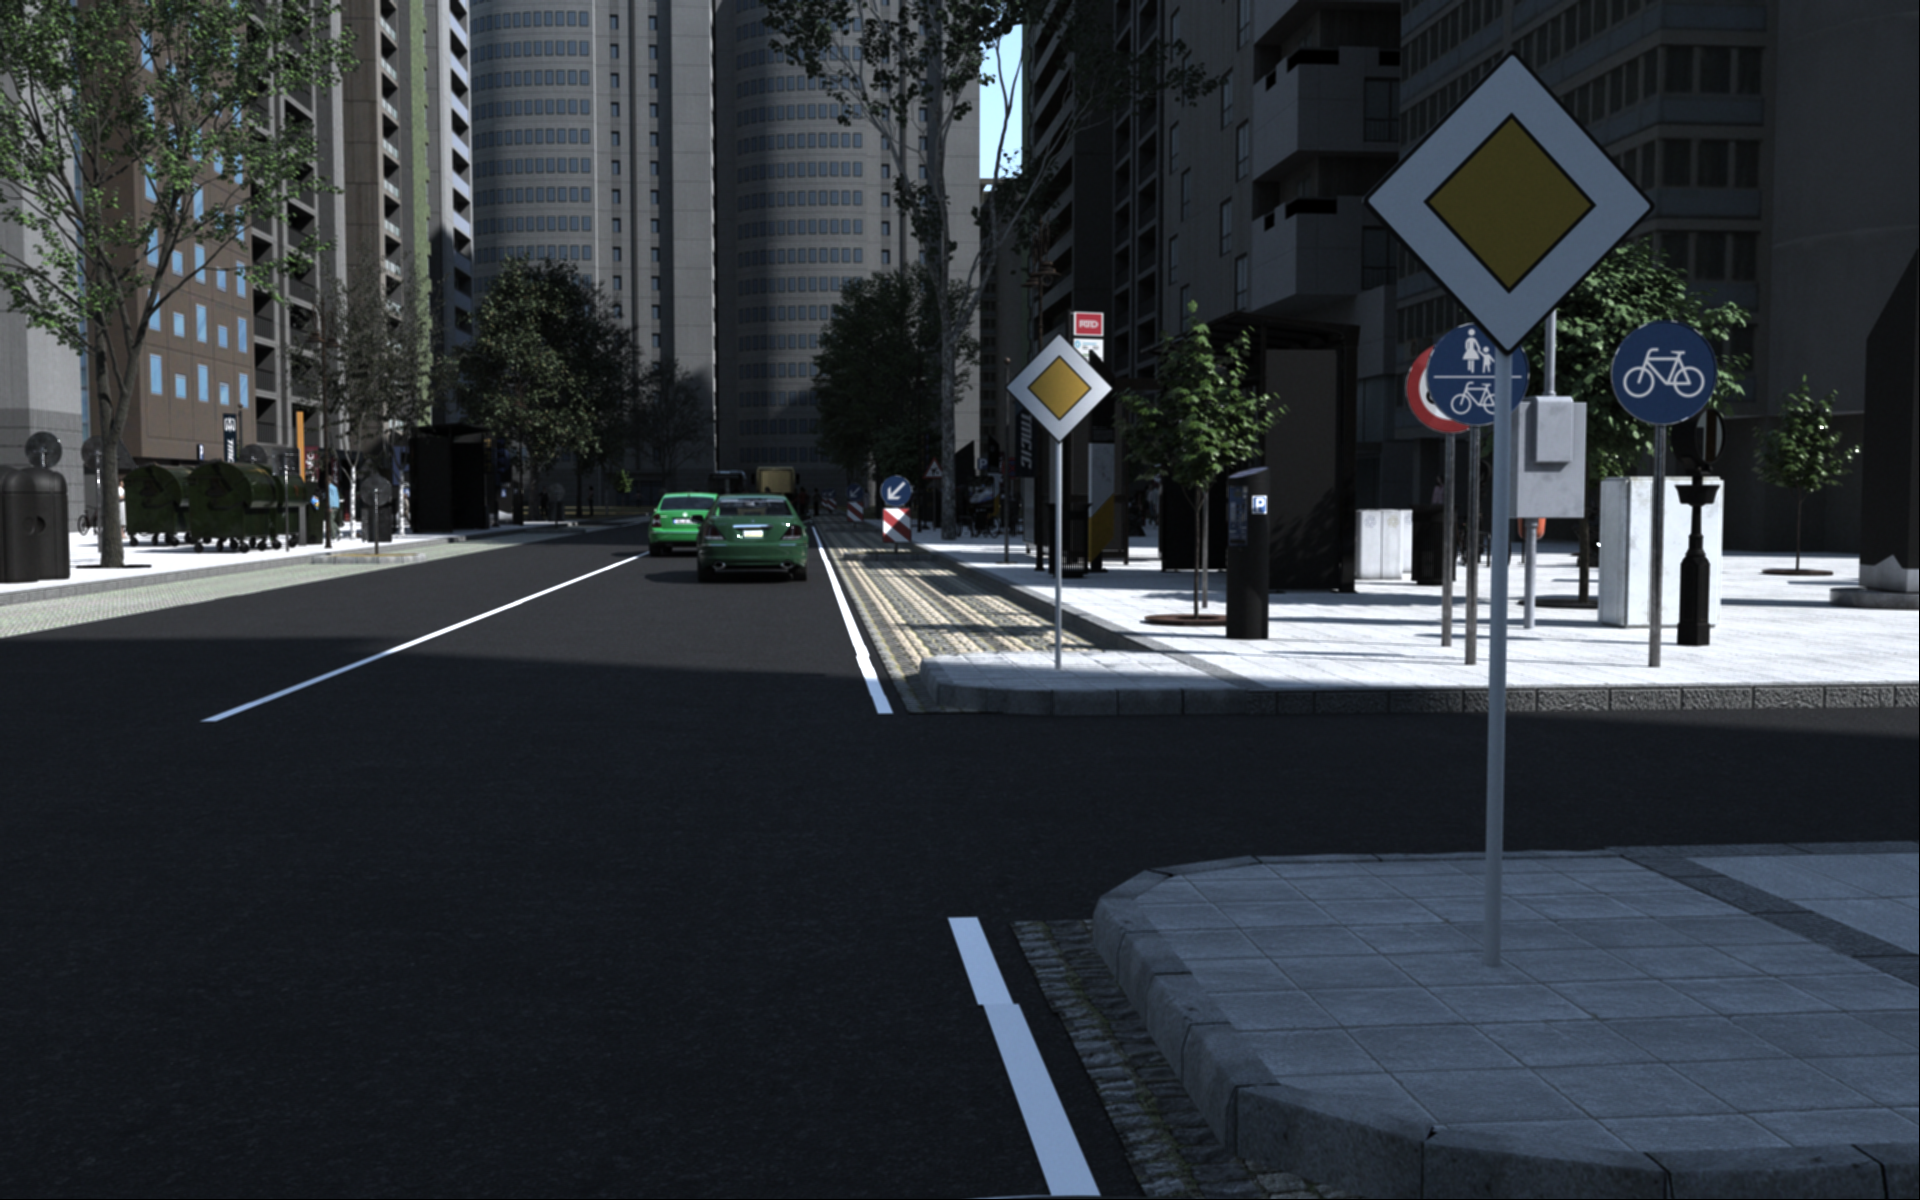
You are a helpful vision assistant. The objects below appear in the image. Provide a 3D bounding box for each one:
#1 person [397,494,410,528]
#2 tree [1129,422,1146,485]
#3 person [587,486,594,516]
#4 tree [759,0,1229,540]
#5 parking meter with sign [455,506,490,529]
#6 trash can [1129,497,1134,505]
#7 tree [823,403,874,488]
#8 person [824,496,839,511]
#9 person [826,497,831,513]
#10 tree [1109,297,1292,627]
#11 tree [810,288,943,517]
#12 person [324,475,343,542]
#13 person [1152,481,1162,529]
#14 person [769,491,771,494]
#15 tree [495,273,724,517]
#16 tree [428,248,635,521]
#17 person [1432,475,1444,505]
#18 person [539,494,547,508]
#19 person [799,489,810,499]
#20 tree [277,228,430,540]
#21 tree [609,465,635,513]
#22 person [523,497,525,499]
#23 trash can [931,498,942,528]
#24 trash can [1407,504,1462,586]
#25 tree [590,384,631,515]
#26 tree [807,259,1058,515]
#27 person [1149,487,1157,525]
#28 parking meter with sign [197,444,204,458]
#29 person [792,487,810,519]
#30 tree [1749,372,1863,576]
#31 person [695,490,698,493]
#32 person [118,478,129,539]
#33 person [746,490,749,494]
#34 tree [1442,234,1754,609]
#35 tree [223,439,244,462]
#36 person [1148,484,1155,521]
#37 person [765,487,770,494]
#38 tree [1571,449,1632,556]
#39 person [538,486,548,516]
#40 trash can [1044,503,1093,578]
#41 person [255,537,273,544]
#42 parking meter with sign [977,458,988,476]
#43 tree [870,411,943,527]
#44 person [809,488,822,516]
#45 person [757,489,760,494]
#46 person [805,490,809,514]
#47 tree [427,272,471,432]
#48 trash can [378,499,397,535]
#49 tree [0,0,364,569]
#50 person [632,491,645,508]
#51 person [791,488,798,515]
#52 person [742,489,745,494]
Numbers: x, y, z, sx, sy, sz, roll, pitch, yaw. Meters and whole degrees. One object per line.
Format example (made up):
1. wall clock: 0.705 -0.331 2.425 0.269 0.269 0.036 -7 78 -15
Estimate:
1. person: -20.840 -3.351 65.102 0.640 1.303 0.475 -3 5 -44
2. tree: 5.638 -4.950 64.651 4.285 4.588 4.351 0 3 0
3. person: -21.574 -5.761 100.940 0.721 1.736 1.217 0 4 0
4. tree: 0.983 -11.709 47.331 12.611 20.169 13.585 0 3 0
5. parking meter with sign: -18.126 -4.104 63.363 1.738 3.016 0.543 -1 4 -14
6. trash can: 7.819 -4.048 77.834 0.748 1.137 0.748 0 3 0
7. tree: -8.394 -11.306 135.220 4.737 8.622 4.395 0 3 0
8. person: -9.030 -6.860 121.447 1.217 1.735 0.721 -2 4 -33
9. person: -9.403 -7.168 125.323 0.705 1.869 1.348 1 4 11
10. tree: 2.236 -1.385 17.241 1.663 3.219 1.824 0 3 0
11. tree: -4.618 -10.817 94.986 7.486 12.596 7.792 0 3 0
12. person: -16.710 -2.432 46.155 0.444 1.785 0.601 1 4 13
13. person: 7.148 -3.375 61.967 0.466 1.731 0.760 -3 5 -43
14. person: -11.871 -6.052 108.236 0.721 1.735 1.217 3 5 42
15. tree: -20.941 -11.318 95.418 12.009 13.543 11.850 0 3 0
16. tree: -19.926 -10.030 81.000 9.611 12.733 9.660 0 3 0
17. person: 13.343 -2.581 48.256 0.555 1.821 0.388 2 4 34
18. person: -37.845 -9.288 158.032 1.348 1.807 0.705 1 4 22
19. person: -14.369 -9.329 160.659 1.348 1.869 0.705 -3 5 -42
20. tree: -17.049 -5.995 48.388 4.360 8.622 3.978 0 3 0
21. tree: -22.627 -7.449 116.400 1.663 3.219 1.824 0 3 0
22. person: -31.282 -7.145 122.828 0.705 1.831 1.348 -3 5 -44
23. trash can: -0.737 -3.310 65.771 0.748 1.137 0.748 0 3 0
24. trash can: 6.681 -0.780 24.411 0.748 1.137 0.748 0 3 0
25. tree: -22.221 -9.649 108.124 4.737 8.622 4.395 0 3 0
26. tree: -2.622 -9.170 75.685 9.928 11.665 9.643 0 3 0
27. person: 8.152 -4.002 71.956 0.515 1.767 0.782 -1 4 -9
28. parking meter with sign: -27.454 -3.938 60.651 1.738 3.016 0.543 -1 4 -10
29. person: -8.647 -5.269 94.590 0.705 1.831 1.348 3 4 38
30. tree: 13.532 -2.019 27.611 1.663 3.219 1.824 0 3 0
31. person: -23.382 -8.874 153.528 0.705 1.831 1.348 1 4 12
32. person: -23.916 -2.631 49.635 0.524 1.755 0.480 -1 4 -15
33. person: -13.928 -6.398 114.032 0.530 1.710 0.541 1 4 10
34. tree: 7.182 -2.216 19.953 4.285 4.588 4.351 0 3 0
35. tree: -25.190 -4.043 60.703 1.663 3.219 1.824 0 3 0
36. person: 9.275 -4.648 82.708 0.598 1.740 0.731 0 4 1
37. person: -7.991 -3.844 72.097 0.466 1.731 0.760 3 4 37
38. tree: 13.349 -2.527 35.919 1.663 3.219 1.824 0 3 0
39. person: -24.159 -5.708 100.174 0.742 1.727 0.445 -3 4 -36
40. trash can: 1.663 -0.911 26.551 0.748 1.137 0.748 0 3 0
41. person: -17.660 -2.068 44.102 0.590 1.304 0.306 0 4 6
42. parking meter with sign: 1.114 -5.430 85.036 0.543 3.016 1.738 0 4 0
43. tree: -1.950 -5.217 69.019 4.285 4.588 4.351 0 3 0
44. person: -9.277 -6.289 111.343 0.705 1.823 1.348 2 4 33
45. person: -12.934 -6.232 110.915 1.217 1.766 0.721 -1 4 -13
46. person: -11.174 -7.139 125.777 0.434 1.755 0.990 0 4 -3
47. tree: -17.284 -6.308 53.500 4.360 8.622 3.978 0 3 0
48. trash can: -18.192 -2.645 54.899 0.748 1.137 0.748 0 3 0
49. tree: -14.634 -6.371 29.918 9.928 11.665 9.643 0 3 0
50. person: -30.681 -9.549 165.330 1.217 1.736 0.721 0 4 -3
51. person: -10.889 -6.478 114.430 0.705 1.821 1.348 -1 4 -18
52. person: -11.756 -5.164 93.848 0.530 1.710 0.541 1 4 13
